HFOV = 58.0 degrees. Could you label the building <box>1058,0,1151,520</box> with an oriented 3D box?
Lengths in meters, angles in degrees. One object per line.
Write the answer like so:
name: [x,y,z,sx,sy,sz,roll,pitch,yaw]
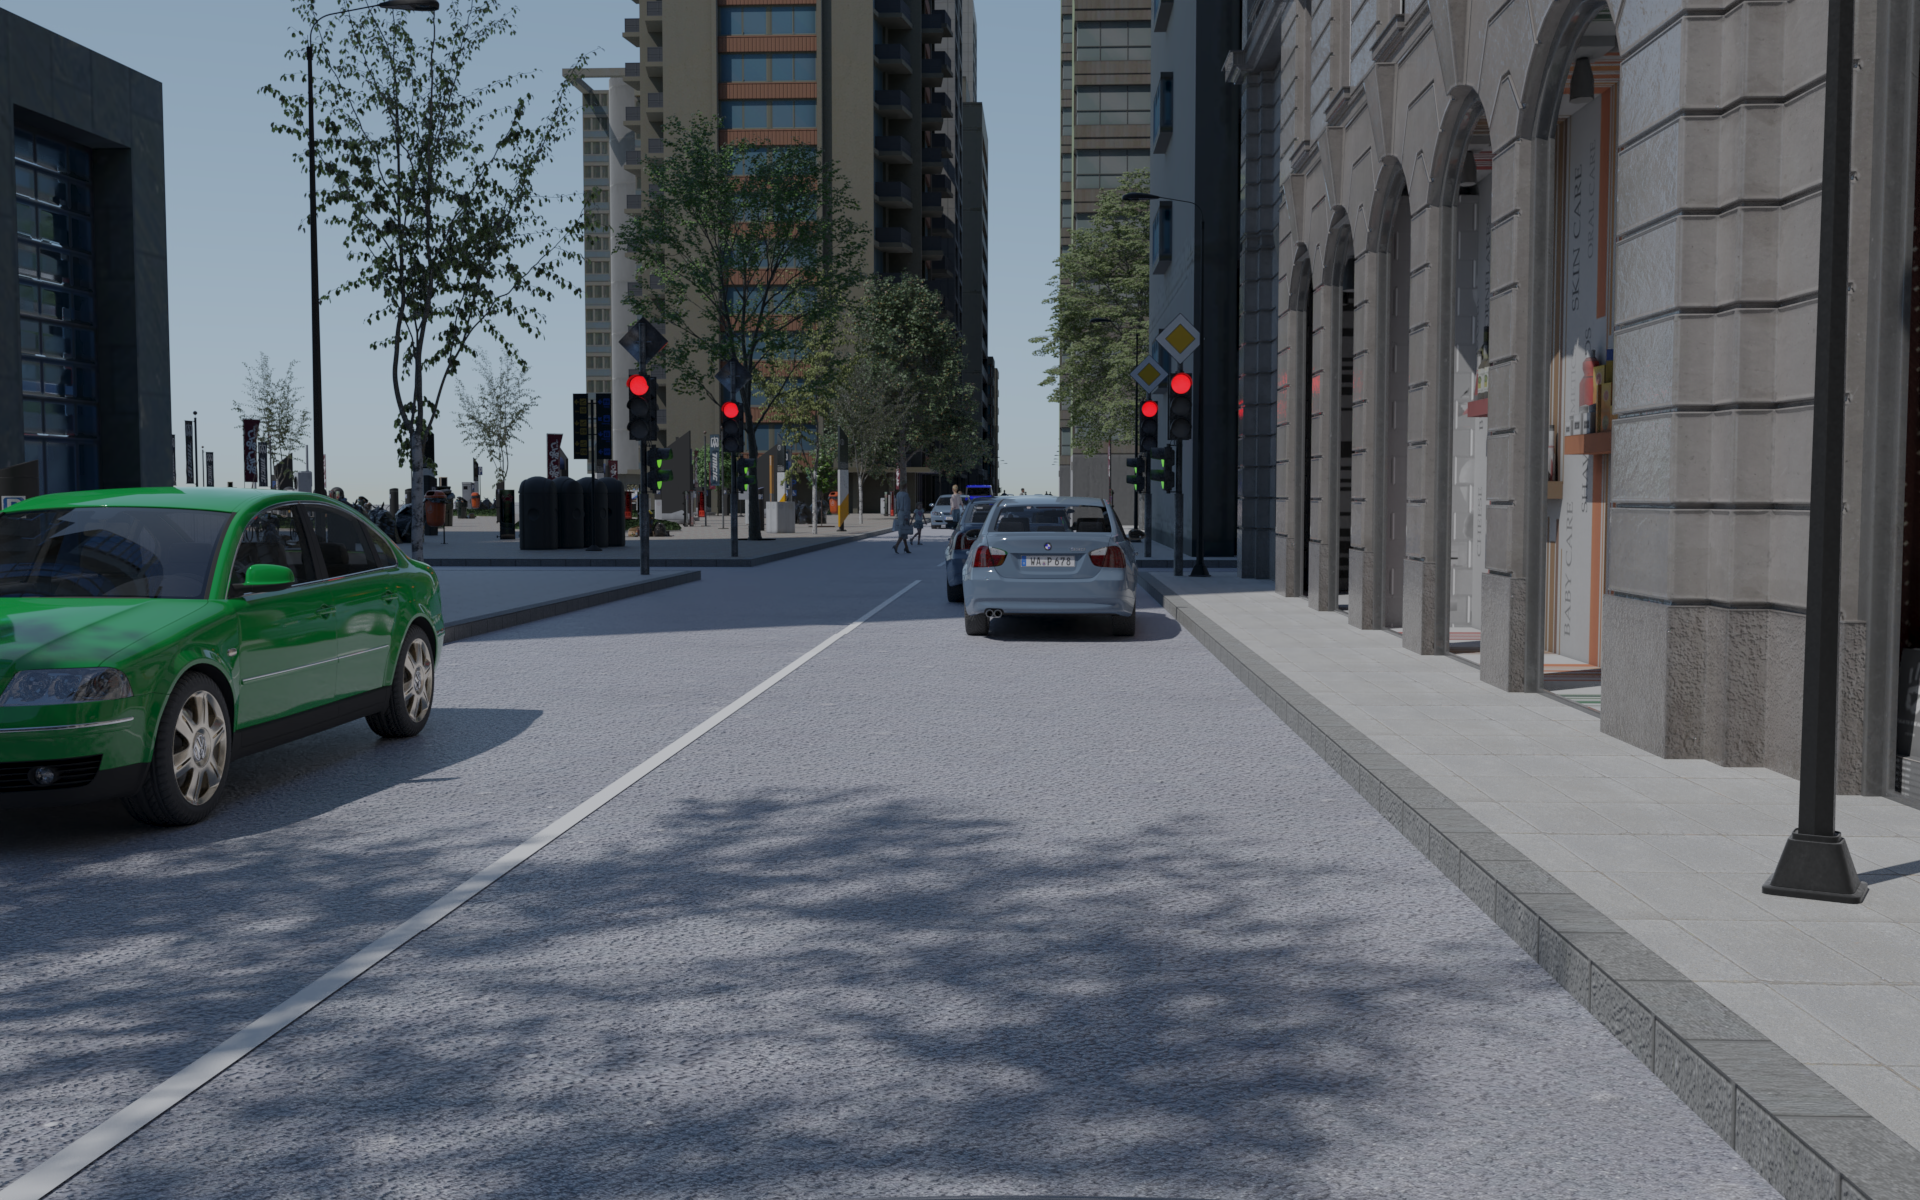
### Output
building: [12.918,-25.612,102.353,14.154,41.232,14.086,0,4,3]

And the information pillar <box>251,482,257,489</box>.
information pillar: [-27.370,-4.634,67.124,0.183,3.616,0.504,-2,4,-35]

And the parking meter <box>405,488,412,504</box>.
parking meter: [-23.619,-4.031,74.316,0.372,1.533,0.369,0,3,0]

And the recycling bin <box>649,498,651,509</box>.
recycling bin: [-18.891,-5.559,103.451,0.722,1.027,0.722,0,4,-1]

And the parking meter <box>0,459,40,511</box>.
parking meter: [-6.902,-0.258,12.622,0.372,1.533,0.369,0,3,0]

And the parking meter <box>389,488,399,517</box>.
parking meter: [-23.447,-3.876,71.775,0.372,1.533,0.369,0,3,0]

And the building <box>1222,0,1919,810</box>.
building: [9.606,-10.561,14.480,13.314,21.916,24.055,0,4,3]

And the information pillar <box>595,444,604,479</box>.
information pillar: [-14.203,-4.705,68.281,0.183,3.616,0.504,2,4,24]

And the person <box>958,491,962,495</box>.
person: [-0.017,-6.043,109.105,0.330,1.601,0.589,0,4,7]

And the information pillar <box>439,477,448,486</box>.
information pillar: [-22.217,-4.282,74.504,0.304,2.012,0.304,-2,4,-32]

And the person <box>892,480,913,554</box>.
person: [-1.406,-2.006,41.658,0.624,1.780,0.694,-1,4,-23]

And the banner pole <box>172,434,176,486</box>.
banner pole: [-28.925,-4.494,63.488,0.401,3.779,0.863,0,4,3]

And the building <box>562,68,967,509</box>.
building: [-15.715,-28.120,151.640,32.217,40.220,23.993,0,4,3]

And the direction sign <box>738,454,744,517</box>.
direction sign: [-12.286,-6.426,97.070,0.379,3.537,0.876,-2,4,-23]

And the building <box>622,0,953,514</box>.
building: [-11.924,-28.763,124.906,22.147,44.769,28.867,0,4,3]

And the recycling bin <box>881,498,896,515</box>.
recycling bin: [-4.506,-5.885,108.779,0.722,1.027,0.722,2,4,26]

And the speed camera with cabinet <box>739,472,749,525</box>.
speed camera with cabinet: [-8.726,-4.771,72.344,0.660,3.252,2.038,0,4,8]

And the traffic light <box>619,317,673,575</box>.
traffic light: [-4.996,-2.356,27.445,0.839,4.253,0.868,0,4,3]

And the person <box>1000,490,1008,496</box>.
person: [4.079,-9.181,158.595,1.348,1.826,0.705,1,4,20]

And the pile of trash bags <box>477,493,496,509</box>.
pile of trash bags: [-28.514,-5.786,104.351,1.912,1.369,3.447,1,4,10]

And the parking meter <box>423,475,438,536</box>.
parking meter: [-16.374,-2.929,53.608,0.255,1.863,0.399,2,4,25]

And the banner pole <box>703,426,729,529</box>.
banner pole: [-8.900,-4.510,63.754,0.863,3.779,0.401,2,4,35]

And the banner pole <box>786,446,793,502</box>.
banner pole: [-8.858,-6.044,88.830,0.863,3.779,0.401,1,4,14]

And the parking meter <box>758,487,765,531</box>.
parking meter: [-7.010,-3.181,60.414,0.372,1.533,0.369,0,3,0]

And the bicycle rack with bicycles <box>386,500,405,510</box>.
bicycle rack with bicycles: [-32.052,-5.449,102.473,2.925,0.926,2.852,1,4,16]

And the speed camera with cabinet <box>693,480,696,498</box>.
speed camera with cabinet: [-17.612,-7.135,110.991,2.038,3.252,0.660,0,4,-8]

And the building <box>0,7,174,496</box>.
building: [-28.490,-42.927,14.528,31.000,86.520,22.319,0,4,3]

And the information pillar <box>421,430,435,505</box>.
information pillar: [-17.143,-3.938,55.747,0.183,3.616,0.504,3,5,43]

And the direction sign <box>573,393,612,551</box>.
direction sign: [-8.261,-2.873,38.976,0.876,3.537,0.379,0,4,5]

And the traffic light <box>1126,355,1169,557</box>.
traffic light: [3.792,-2.820,35.031,0.839,4.253,0.868,0,4,3]

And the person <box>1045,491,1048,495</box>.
person: [12.615,-14.985,253.139,1.348,1.869,0.705,-3,4,-36]

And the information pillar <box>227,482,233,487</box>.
information pillar: [-43.103,-5.983,102.321,0.304,2.012,0.304,-2,4,-29]

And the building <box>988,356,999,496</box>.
building: [-8.973,-23.685,232.295,27.650,21.520,28.899,0,4,3]

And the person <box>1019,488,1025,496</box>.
person: [3.671,-5.778,103.236,0.850,1.792,0.678,1,4,10]

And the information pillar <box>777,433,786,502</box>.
information pillar: [-6.841,-4.590,66.401,0.183,3.616,0.504,-3,5,-41]

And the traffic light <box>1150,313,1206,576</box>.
traffic light: [3.406,-2.332,27.055,0.839,4.253,0.868,0,4,3]

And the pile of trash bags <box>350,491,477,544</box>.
pile of trash bags: [-14.596,-2.163,45.113,3.447,1.369,1.912,2,4,32]

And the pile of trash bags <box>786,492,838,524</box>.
pile of trash bags: [-6.269,-3.930,74.009,3.447,1.369,1.912,3,5,42]

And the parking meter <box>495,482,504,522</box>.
parking meter: [-21.340,-4.564,80.335,0.399,1.863,0.255,-1,4,-15]

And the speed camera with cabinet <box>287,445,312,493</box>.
speed camera with cabinet: [-26.743,-4.631,70.055,0.660,3.252,2.038,-2,4,-33]

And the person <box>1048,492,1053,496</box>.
person: [12.090,-13.613,231.601,0.617,1.759,0.750,1,4,16]

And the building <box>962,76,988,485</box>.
building: [-7.652,-35.593,205.648,21.300,48.544,21.600,0,4,3]

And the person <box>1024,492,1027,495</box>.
person: [8.371,-12.767,217.963,0.721,1.743,1.217,2,4,24]

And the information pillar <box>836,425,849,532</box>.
information pillar: [-4.009,-4.156,59.301,0.183,3.616,0.504,2,4,35]

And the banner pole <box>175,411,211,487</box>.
banner pole: [-23.019,-3.789,51.967,0.401,3.779,0.863,0,4,4]

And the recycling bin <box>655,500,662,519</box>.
recycling bin: [-12.950,-3.873,75.870,0.722,1.027,0.722,0,4,-1]

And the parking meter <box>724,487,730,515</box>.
parking meter: [-14.104,-6.041,104.479,0.399,1.863,0.255,2,4,29]

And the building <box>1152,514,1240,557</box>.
building: [15.721,-25.700,43.896,21.600,48.544,21.300,0,4,3]

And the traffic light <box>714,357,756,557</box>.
traffic light: [-4.610,-2.844,35.420,0.839,4.253,0.868,0,4,3]

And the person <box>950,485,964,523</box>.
person: [0.012,-3.013,58.437,0.598,1.740,0.731,1,4,18]

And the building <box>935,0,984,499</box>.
building: [-5.675,-49.976,255.357,20.563,71.187,20.611,0,4,3]

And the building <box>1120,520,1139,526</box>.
building: [11.905,-23.974,75.566,14.154,41.232,14.086,0,4,3]

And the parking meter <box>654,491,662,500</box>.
parking meter: [-15.352,-5.051,88.290,0.399,1.863,0.255,1,4,11]

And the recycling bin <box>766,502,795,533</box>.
recycling bin: [-5.882,-2.707,56.807,0.722,1.027,0.722,-2,4,-35]

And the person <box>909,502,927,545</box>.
person: [-1.165,-2.160,48.824,0.505,1.210,0.382,-3,5,-44]

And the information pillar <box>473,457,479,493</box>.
information pillar: [-30.926,-7.297,110.660,0.183,3.616,0.504,1,4,21]
